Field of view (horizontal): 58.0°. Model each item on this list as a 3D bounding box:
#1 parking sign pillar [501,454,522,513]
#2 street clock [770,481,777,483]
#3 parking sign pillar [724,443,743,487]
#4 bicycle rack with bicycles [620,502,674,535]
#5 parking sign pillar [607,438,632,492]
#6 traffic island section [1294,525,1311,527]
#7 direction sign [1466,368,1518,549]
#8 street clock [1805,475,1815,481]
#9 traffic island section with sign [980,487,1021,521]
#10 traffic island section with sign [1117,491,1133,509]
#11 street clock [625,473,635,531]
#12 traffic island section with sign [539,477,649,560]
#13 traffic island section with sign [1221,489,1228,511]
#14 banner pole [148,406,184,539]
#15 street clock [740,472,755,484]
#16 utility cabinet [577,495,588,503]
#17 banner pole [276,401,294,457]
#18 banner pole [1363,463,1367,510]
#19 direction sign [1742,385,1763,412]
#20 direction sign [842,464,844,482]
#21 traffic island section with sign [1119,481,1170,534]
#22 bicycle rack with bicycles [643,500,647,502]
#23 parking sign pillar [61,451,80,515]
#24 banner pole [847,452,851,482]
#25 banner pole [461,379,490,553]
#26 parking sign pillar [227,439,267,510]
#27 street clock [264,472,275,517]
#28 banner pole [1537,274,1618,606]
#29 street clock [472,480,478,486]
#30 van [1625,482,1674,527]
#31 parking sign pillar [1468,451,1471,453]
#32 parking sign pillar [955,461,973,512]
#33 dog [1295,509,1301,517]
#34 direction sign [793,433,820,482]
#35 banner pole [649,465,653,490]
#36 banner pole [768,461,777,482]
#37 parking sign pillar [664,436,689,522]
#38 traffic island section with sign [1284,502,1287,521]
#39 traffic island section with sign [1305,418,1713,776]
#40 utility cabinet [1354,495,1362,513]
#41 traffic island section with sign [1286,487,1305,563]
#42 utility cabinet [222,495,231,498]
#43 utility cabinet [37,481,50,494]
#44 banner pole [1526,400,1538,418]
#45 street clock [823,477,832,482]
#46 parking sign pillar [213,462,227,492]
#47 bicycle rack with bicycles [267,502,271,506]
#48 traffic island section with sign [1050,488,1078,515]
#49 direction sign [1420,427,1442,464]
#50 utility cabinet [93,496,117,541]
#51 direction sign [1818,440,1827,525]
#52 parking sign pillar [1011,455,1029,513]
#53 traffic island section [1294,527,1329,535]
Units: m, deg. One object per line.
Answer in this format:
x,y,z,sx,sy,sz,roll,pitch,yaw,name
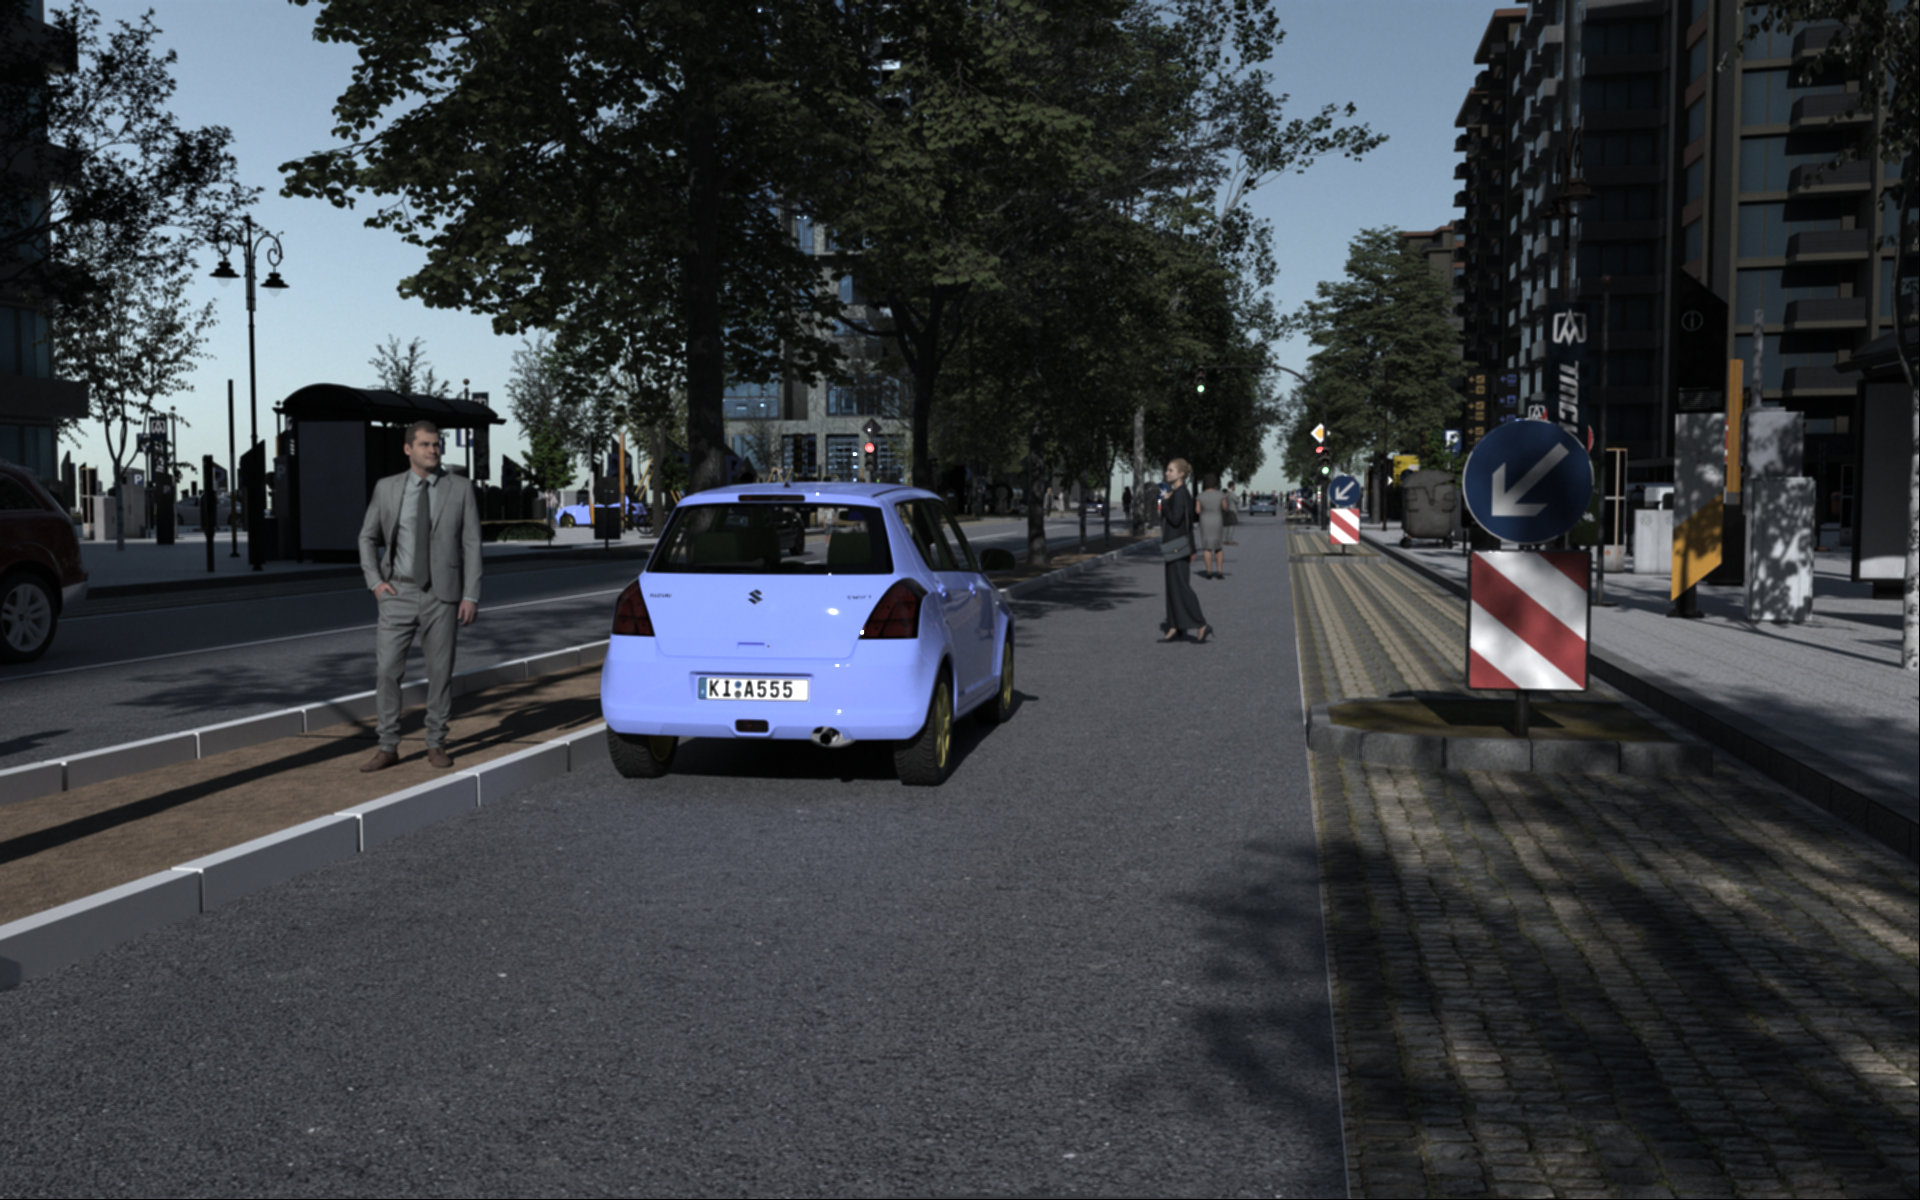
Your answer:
-30.247,-7.851,116.839,1.447,3.967,1.447,1,4,11,parking sign pillar
-10.223,-5.524,94.881,0.471,2.002,0.358,0,4,-2,street clock
-11.484,-6.054,87.451,1.447,3.967,1.447,3,5,41,parking sign pillar
-9.508,-2.580,55.567,2.925,0.926,2.852,1,4,14,bicycle rack with bicycles
-16.309,-5.783,83.027,1.447,3.967,1.447,3,4,37,parking sign pillar
14.298,-2.846,68.813,2.009,0.180,2.903,1,4,11,traffic island section
9.591,-2.403,31.292,0.876,3.537,0.379,1,4,19,direction sign
33.017,-3.846,67.460,0.471,2.002,0.358,-1,4,-16,street clock
2.222,-5.187,93.443,1.989,1.847,2.006,1,4,11,traffic island section with sign
16.399,-9.842,169.543,1.989,1.847,2.006,1,4,11,traffic island section with sign
-11.614,-3.447,60.927,0.358,2.002,0.471,-1,4,-21,street clock
-8.031,-1.825,38.469,1.989,1.847,2.006,1,4,11,traffic island section with sign
21.905,-8.278,143.484,2.006,1.907,1.989,1,4,11,traffic island section with sign
-22.582,-3.623,49.249,0.863,3.779,0.401,-1,4,-23,banner pole
-7.011,-3.215,57.129,0.471,2.002,0.358,0,4,-4,street clock
-25.153,-6.377,115.426,1.020,1.237,0.306,-1,4,-14,utility cabinet
-18.078,-3.464,46.656,0.863,3.779,0.401,-2,4,-29,banner pole
32.904,-9.211,140.608,0.401,3.779,0.863,1,4,23,banner pole
16.633,-2.720,36.465,0.379,3.537,0.876,0,4,0,direction sign
-8.732,-8.405,129.419,0.379,3.537,0.876,-1,4,-8,direction sign
6.785,-3.315,62.330,2.006,1.907,1.989,1,4,11,traffic island section with sign
-20.351,-6.145,113.848,2.925,0.926,2.852,-1,4,-13,bicycle rack with bicycles
-55.667,-7.319,108.143,1.447,3.967,1.447,-3,5,-45,parking sign pillar
-6.543,-6.856,102.116,0.401,3.779,0.863,1,4,9,banner pole
-10.529,-2.914,37.656,0.863,3.779,0.401,2,4,28,banner pole
-34.807,-5.911,85.113,1.447,3.967,1.447,2,4,34,parking sign pillar
-22.221,-3.148,56.045,0.358,2.002,0.471,2,4,34,street clock
7.142,-1.827,19.883,0.863,3.779,0.401,1,4,8,banner pole
-24.894,-5.149,88.760,0.358,2.002,0.471,0,4,5,street clock
23.680,-3.384,62.333,4.112,2.044,2.013,1,4,12,van
31.339,-7.157,105.491,1.447,3.967,1.447,3,4,37,parking sign pillar
0.262,-8.166,121.994,1.447,3.967,1.447,-2,4,-29,parking sign pillar
20.744,-5.319,106.247,0.540,0.507,0.406,2,4,30,dog
-5.788,-4.445,64.668,0.876,3.537,0.379,1,4,10,direction sign
-22.991,-8.560,129.972,0.401,3.779,0.863,3,5,44,banner pole
-14.124,-8.570,130.131,0.863,3.779,0.401,-1,4,-13,banner pole
-12.894,-5.569,79.532,1.447,3.967,1.447,-3,5,-39,parking sign pillar
18.119,-5.043,91.081,1.989,1.847,2.006,1,4,11,traffic island section with sign
3.002,-0.074,9.840,1.989,1.847,2.006,1,4,11,traffic island section with sign
26.195,-6.357,115.106,1.020,1.237,0.306,0,4,2,utility cabinet
7.930,-1.695,36.342,1.989,1.847,2.006,1,4,11,traffic island section with sign
-41.098,-5.304,97.882,0.306,1.237,1.020,3,5,43,utility cabinet
-14.848,-1.154,27.544,1.173,1.500,0.318,3,5,40,utility cabinet
13.681,-3.097,40.650,0.863,3.779,0.401,1,4,16,banner pole
-5.558,-4.162,72.617,0.358,2.002,0.471,-2,4,-24,street clock
-56.616,-8.793,132.244,1.447,3.967,1.447,-2,4,-29,parking sign pillar
-58.517,-7.989,143.998,2.925,0.926,2.852,3,5,41,bicycle rack with bicycles
7.234,-6.835,120.384,1.989,1.847,2.006,1,4,11,traffic island section with sign
16.002,-4.082,58.741,0.876,3.537,0.379,-1,4,-13,direction sign
-23.747,-2.263,48.159,0.306,1.237,1.020,0,4,-8,utility cabinet
36.239,-4.945,72.854,0.379,3.537,0.876,0,4,8,direction sign
4.251,-8.051,120.101,1.447,3.967,1.447,3,4,37,parking sign pillar
12.835,-2.366,60.963,2.009,0.180,2.903,1,4,11,traffic island section
